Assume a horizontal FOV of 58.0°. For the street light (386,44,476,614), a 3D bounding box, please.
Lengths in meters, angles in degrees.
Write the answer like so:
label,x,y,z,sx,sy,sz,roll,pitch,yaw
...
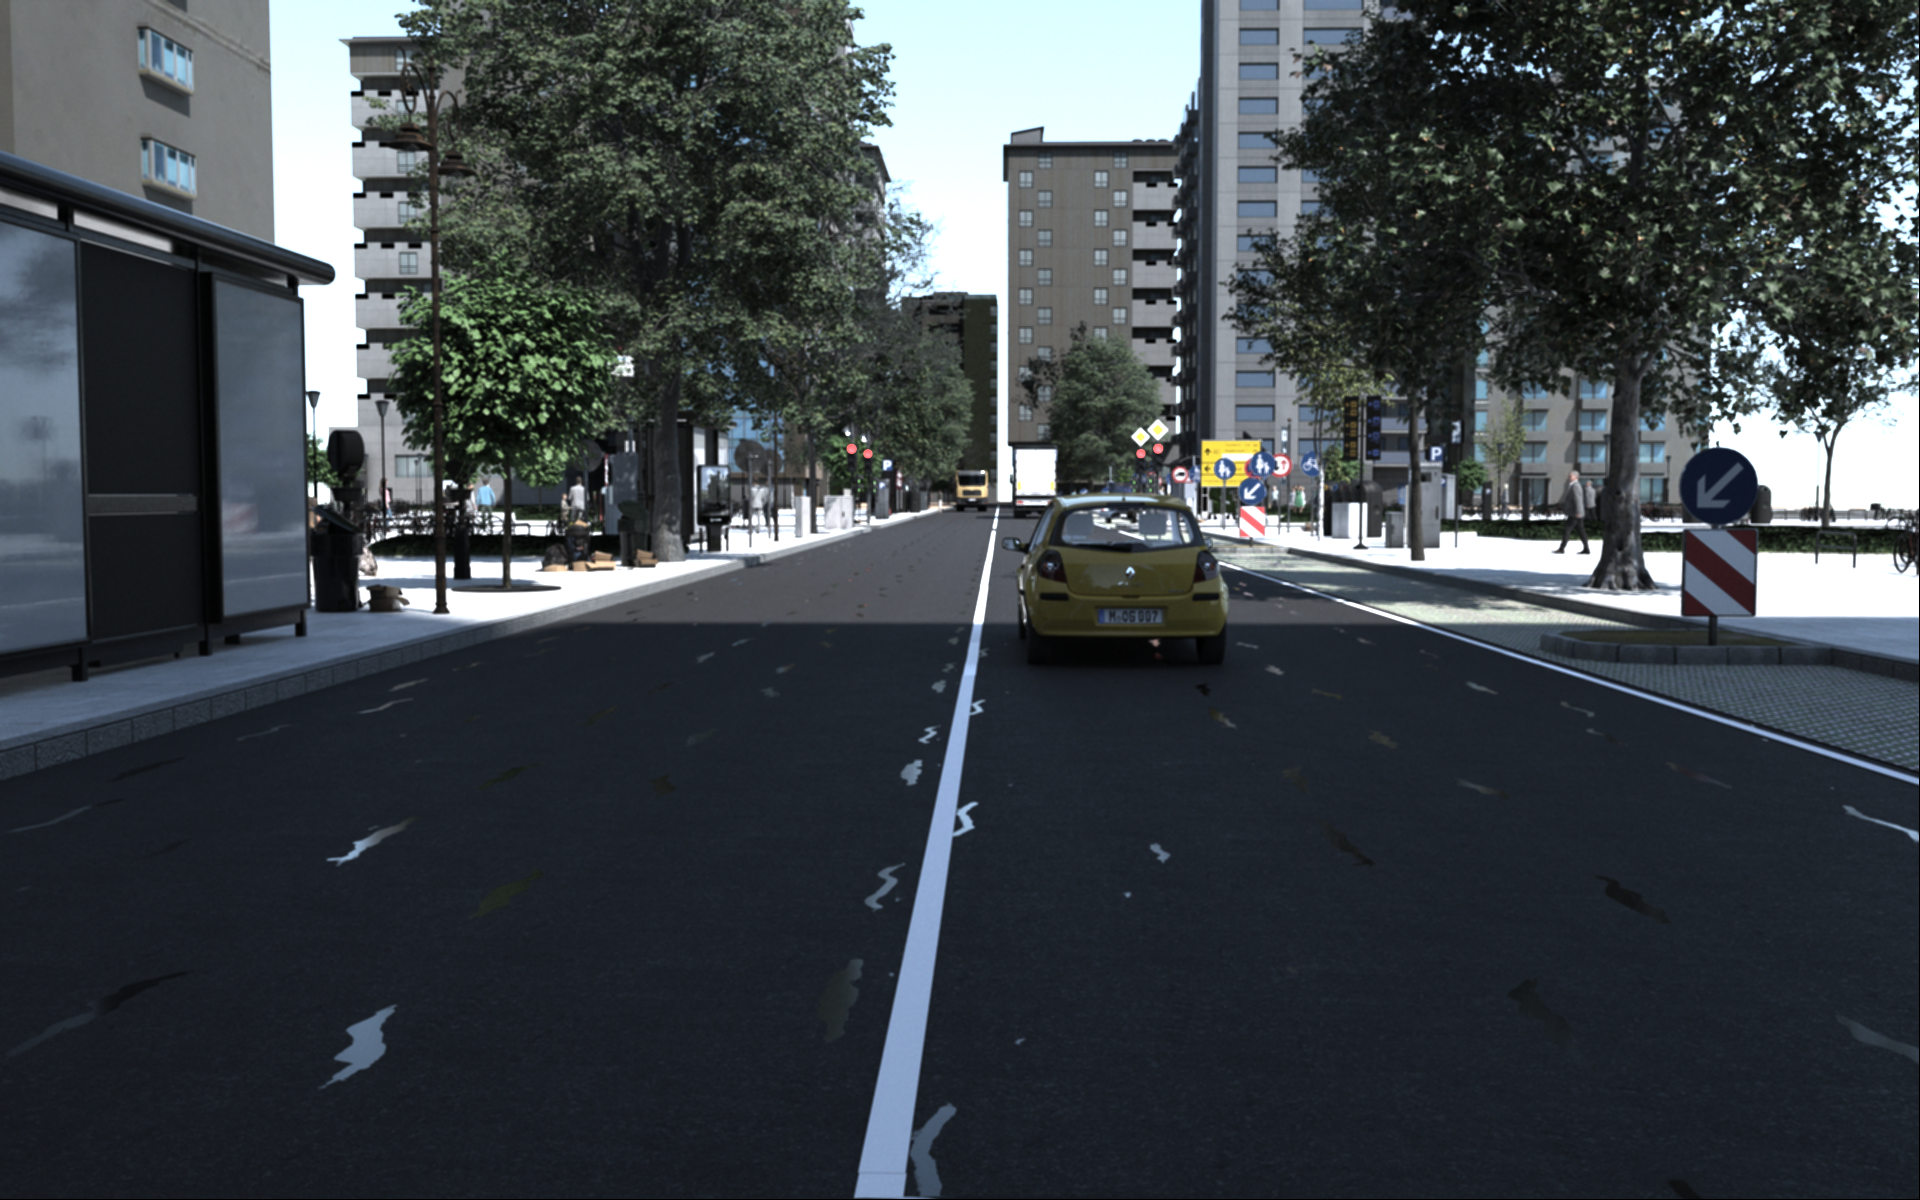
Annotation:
label,x,y,z,sx,sy,sz,roll,pitch,yaw
street light,-5.570,-2.791,18.424,0.468,5.910,1.993,0,4,1

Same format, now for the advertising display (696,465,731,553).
label,x,y,z,sx,sy,sz,roll,pitch,yaw
advertising display,-5.437,-2.021,38.259,0.123,1.923,0.974,2,4,35

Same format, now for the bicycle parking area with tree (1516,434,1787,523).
label,x,y,z,sx,sy,sz,roll,pitch,yaw
bicycle parking area with tree,32.556,-5.757,81.124,9.016,4.147,8.231,-1,4,-17

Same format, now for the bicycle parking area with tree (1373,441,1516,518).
label,x,y,z,sx,sy,sz,roll,pitch,yaw
bicycle parking area with tree,28.462,-6.668,96.021,8.231,4.147,9.016,-2,4,-25

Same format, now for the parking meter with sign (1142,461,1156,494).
label,x,y,z,sx,sy,sz,roll,pitch,yaw
parking meter with sign,10.182,-5.823,91.474,1.738,3.016,0.543,-3,5,-42

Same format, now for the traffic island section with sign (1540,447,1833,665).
label,x,y,z,sx,sy,sz,roll,pitch,yaw
traffic island section with sign,6.295,-0.411,15.354,1.989,1.847,2.006,0,4,1

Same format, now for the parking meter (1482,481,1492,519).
label,x,y,z,sx,sy,sz,roll,pitch,yaw
parking meter,22.845,-4.245,75.109,0.399,1.863,0.255,0,4,-2

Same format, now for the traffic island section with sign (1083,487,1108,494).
label,x,y,z,sx,sy,sz,roll,pitch,yaw
traffic island section with sign,8.232,-5.512,98.756,1.989,1.847,2.006,0,4,1

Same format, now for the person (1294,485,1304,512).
label,x,y,z,sx,sy,sz,roll,pitch,yaw
person,18.915,-5.532,96.745,0.529,1.795,0.600,3,5,44

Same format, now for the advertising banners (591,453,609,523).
label,x,y,z,sx,sy,sz,roll,pitch,yaw
advertising banners,-15.351,-4.758,73.979,0.090,3.025,2.074,1,4,9

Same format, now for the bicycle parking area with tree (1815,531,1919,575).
label,x,y,z,sx,sy,sz,roll,pitch,yaw
bicycle parking area with tree,18.735,-2.510,28.041,8.231,4.147,9.016,1,4,20

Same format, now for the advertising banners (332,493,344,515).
label,x,y,z,sx,sy,sz,roll,pitch,yaw
advertising banners,-23.653,-4.288,66.294,0.090,3.025,2.074,-3,4,-38

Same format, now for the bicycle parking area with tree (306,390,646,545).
label,x,y,z,sx,sy,sz,roll,pitch,yaw
bicycle parking area with tree,-13.380,-3.358,41.909,8.231,4.147,9.016,1,4,17

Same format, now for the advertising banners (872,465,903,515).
label,x,y,z,sx,sy,sz,roll,pitch,yaw
advertising banners,-4.423,-6.681,105.420,2.074,3.025,0.090,1,4,10

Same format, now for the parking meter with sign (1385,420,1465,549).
label,x,y,z,sx,sy,sz,roll,pitch,yaw
parking meter with sign,10.949,-2.729,40.888,1.738,3.016,0.543,0,4,-8

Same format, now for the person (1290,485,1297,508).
label,x,y,z,sx,sy,sz,roll,pitch,yaw
person,20.298,-6.054,105.134,0.679,1.850,0.850,1,4,20

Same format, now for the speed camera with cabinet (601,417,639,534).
label,x,y,z,sx,sy,sz,roll,pitch,yaw
speed camera with cabinet,-7.686,-2.732,39.004,0.660,3.252,2.038,-1,4,-18

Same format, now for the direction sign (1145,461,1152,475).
label,x,y,z,sx,sy,sz,roll,pitch,yaw
direction sign,12.693,-7.645,116.998,0.876,3.537,0.379,0,4,-2

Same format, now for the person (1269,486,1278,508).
label,x,y,z,sx,sy,sz,roll,pitch,yaw
person,20.019,-6.349,110.330,0.782,1.767,0.515,3,5,40

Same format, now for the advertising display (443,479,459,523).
label,x,y,z,sx,sy,sz,roll,pitch,yaw
advertising display,-22.279,-4.307,75.634,0.974,1.923,0.123,0,4,-3

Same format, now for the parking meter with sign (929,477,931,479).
label,x,y,z,sx,sy,sz,roll,pitch,yaw
parking meter with sign,-3.342,-9.122,145.411,1.738,3.016,0.543,0,4,-1

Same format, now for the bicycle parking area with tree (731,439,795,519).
label,x,y,z,sx,sy,sz,roll,pitch,yaw
bicycle parking area with tree,-13.935,-6.320,90.336,8.231,4.147,9.016,1,4,19

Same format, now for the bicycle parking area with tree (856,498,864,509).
label,x,y,z,sx,sy,sz,roll,pitch,yaw
bicycle parking area with tree,-12.128,-9.648,144.744,8.231,4.147,9.016,1,4,15

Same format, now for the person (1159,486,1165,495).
label,x,y,z,sx,sy,sz,roll,pitch,yaw
person,13.923,-6.950,119.776,0.850,1.850,0.679,3,5,41

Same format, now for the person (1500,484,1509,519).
label,x,y,z,sx,sy,sz,roll,pitch,yaw
person,27.586,-4.992,87.850,0.526,1.800,0.537,1,4,10

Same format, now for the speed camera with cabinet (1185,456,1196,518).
label,x,y,z,sx,sy,sz,roll,pitch,yaw
speed camera with cabinet,12.097,-5.901,90.815,0.660,3.252,2.038,1,4,11

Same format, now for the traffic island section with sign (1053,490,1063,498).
label,x,y,z,sx,sy,sz,roll,pitch,yaw
traffic island section with sign,10.041,-10.232,175.918,1.989,1.847,2.006,0,4,1

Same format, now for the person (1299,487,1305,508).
label,x,y,z,sx,sy,sz,roll,pitch,yaw
person,23.884,-7.013,121.063,0.624,1.780,0.694,1,4,19

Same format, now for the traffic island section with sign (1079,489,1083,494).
label,x,y,z,sx,sy,sz,roll,pitch,yaw
traffic island section with sign,8.876,-7.172,125.898,1.989,1.847,2.006,0,4,1

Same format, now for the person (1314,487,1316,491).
label,x,y,z,sx,sy,sz,roll,pitch,yaw
person,25.901,-7.327,126.105,0.850,1.792,0.678,0,4,-4

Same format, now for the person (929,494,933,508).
label,x,y,z,sx,sy,sz,roll,pitch,yaw
person,-3.028,-9.701,165.339,0.721,1.739,1.217,-3,5,-42

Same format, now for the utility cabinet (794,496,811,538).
label,x,y,z,sx,sy,sz,roll,pitch,yaw
utility cabinet,-4.596,-2.415,50.644,0.306,1.237,1.020,-1,4,-16

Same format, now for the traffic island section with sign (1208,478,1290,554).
label,x,y,z,sx,sy,sz,roll,pitch,yaw
traffic island section with sign,6.914,-2.060,42.302,1.989,1.847,2.006,0,4,1

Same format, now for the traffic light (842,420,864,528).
label,x,y,z,sx,sy,sz,roll,pitch,yaw
traffic light,-4.048,-4.680,65.440,0.839,4.253,0.868,0,4,1

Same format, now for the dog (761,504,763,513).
label,x,y,z,sx,sy,sz,roll,pitch,yaw
dog,-12.907,-6.152,114.959,0.800,0.831,0.513,-1,4,-13

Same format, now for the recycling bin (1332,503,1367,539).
label,x,y,z,sx,sy,sz,roll,pitch,yaw
recycling bin,11.124,-2.258,49.476,0.722,1.027,0.722,-2,4,-33

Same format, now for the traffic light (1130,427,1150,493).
label,x,y,z,sx,sy,sz,roll,pitch,yaw
traffic light,7.597,-5.153,73.172,0.839,4.253,0.868,0,4,1

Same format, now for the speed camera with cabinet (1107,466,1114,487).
label,x,y,z,sx,sy,sz,roll,pitch,yaw
speed camera with cabinet,11.156,-7.842,122.555,0.660,3.252,2.038,-2,4,-26

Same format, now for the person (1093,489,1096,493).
label,x,y,z,sx,sy,sz,roll,pitch,yaw
person,11.789,-8.780,150.284,0.721,1.739,1.217,0,4,-1

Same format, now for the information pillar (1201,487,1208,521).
label,x,y,z,sx,sy,sz,roll,pitch,yaw
information pillar,11.636,-4.762,82.349,0.304,2.012,0.304,0,4,4

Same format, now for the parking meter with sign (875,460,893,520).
label,x,y,z,sx,sy,sz,roll,pitch,yaw
parking meter with sign,-3.880,-5.590,87.649,0.543,3.016,1.738,1,4,13

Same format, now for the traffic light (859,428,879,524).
label,x,y,z,sx,sy,sz,roll,pitch,yaw
traffic light,-3.862,-5.168,73.423,0.839,4.253,0.868,0,4,1

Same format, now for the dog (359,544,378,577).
label,x,y,z,sx,sy,sz,roll,pitch,yaw
dog,-9.273,-0.765,26.889,0.800,0.831,0.513,3,5,42

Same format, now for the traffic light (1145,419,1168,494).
label,x,y,z,sx,sy,sz,roll,pitch,yaw
traffic light,7.410,-4.665,65.190,0.839,4.253,0.868,0,4,1

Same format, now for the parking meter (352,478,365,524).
label,x,y,z,sx,sy,sz,roll,pitch,yaw
parking meter,-21.977,-3.524,63.323,0.399,1.863,0.255,1,4,15

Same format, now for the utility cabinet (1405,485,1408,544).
label,x,y,z,sx,sy,sz,roll,pitch,yaw
utility cabinet,11.583,-2.171,44.176,0.318,1.500,1.173,1,4,21

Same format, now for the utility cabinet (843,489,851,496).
label,x,y,z,sx,sy,sz,roll,pitch,yaw
utility cabinet,-4.701,-3.937,73.052,0.318,1.500,1.173,0,4,1

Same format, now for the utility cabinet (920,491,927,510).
label,x,y,z,sx,sy,sz,roll,pitch,yaw
utility cabinet,-3.140,-7.681,134.259,1.173,1.500,0.318,0,4,-8

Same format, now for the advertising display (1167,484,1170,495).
label,x,y,z,sx,sy,sz,roll,pitch,yaw
advertising display,13.123,-6.147,105.723,0.974,1.923,0.123,0,4,1

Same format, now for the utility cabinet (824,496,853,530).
label,x,y,z,sx,sy,sz,roll,pitch,yaw
utility cabinet,-4.389,-3.136,62.437,1.020,1.237,0.306,0,4,-1

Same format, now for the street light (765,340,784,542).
label,x,y,z,sx,sy,sz,roll,pitch,yaw
street light,-4.963,-4.517,46.633,0.468,5.910,1.993,0,4,1

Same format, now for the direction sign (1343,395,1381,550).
label,x,y,z,sx,sy,sz,roll,pitch,yaw
direction sign,9.282,-2.938,40.030,0.876,3.537,0.379,2,4,32

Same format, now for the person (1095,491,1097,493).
label,x,y,z,sx,sy,sz,roll,pitch,yaw
person,16.490,-12.583,212.220,0.683,1.767,0.568,-2,4,-30
